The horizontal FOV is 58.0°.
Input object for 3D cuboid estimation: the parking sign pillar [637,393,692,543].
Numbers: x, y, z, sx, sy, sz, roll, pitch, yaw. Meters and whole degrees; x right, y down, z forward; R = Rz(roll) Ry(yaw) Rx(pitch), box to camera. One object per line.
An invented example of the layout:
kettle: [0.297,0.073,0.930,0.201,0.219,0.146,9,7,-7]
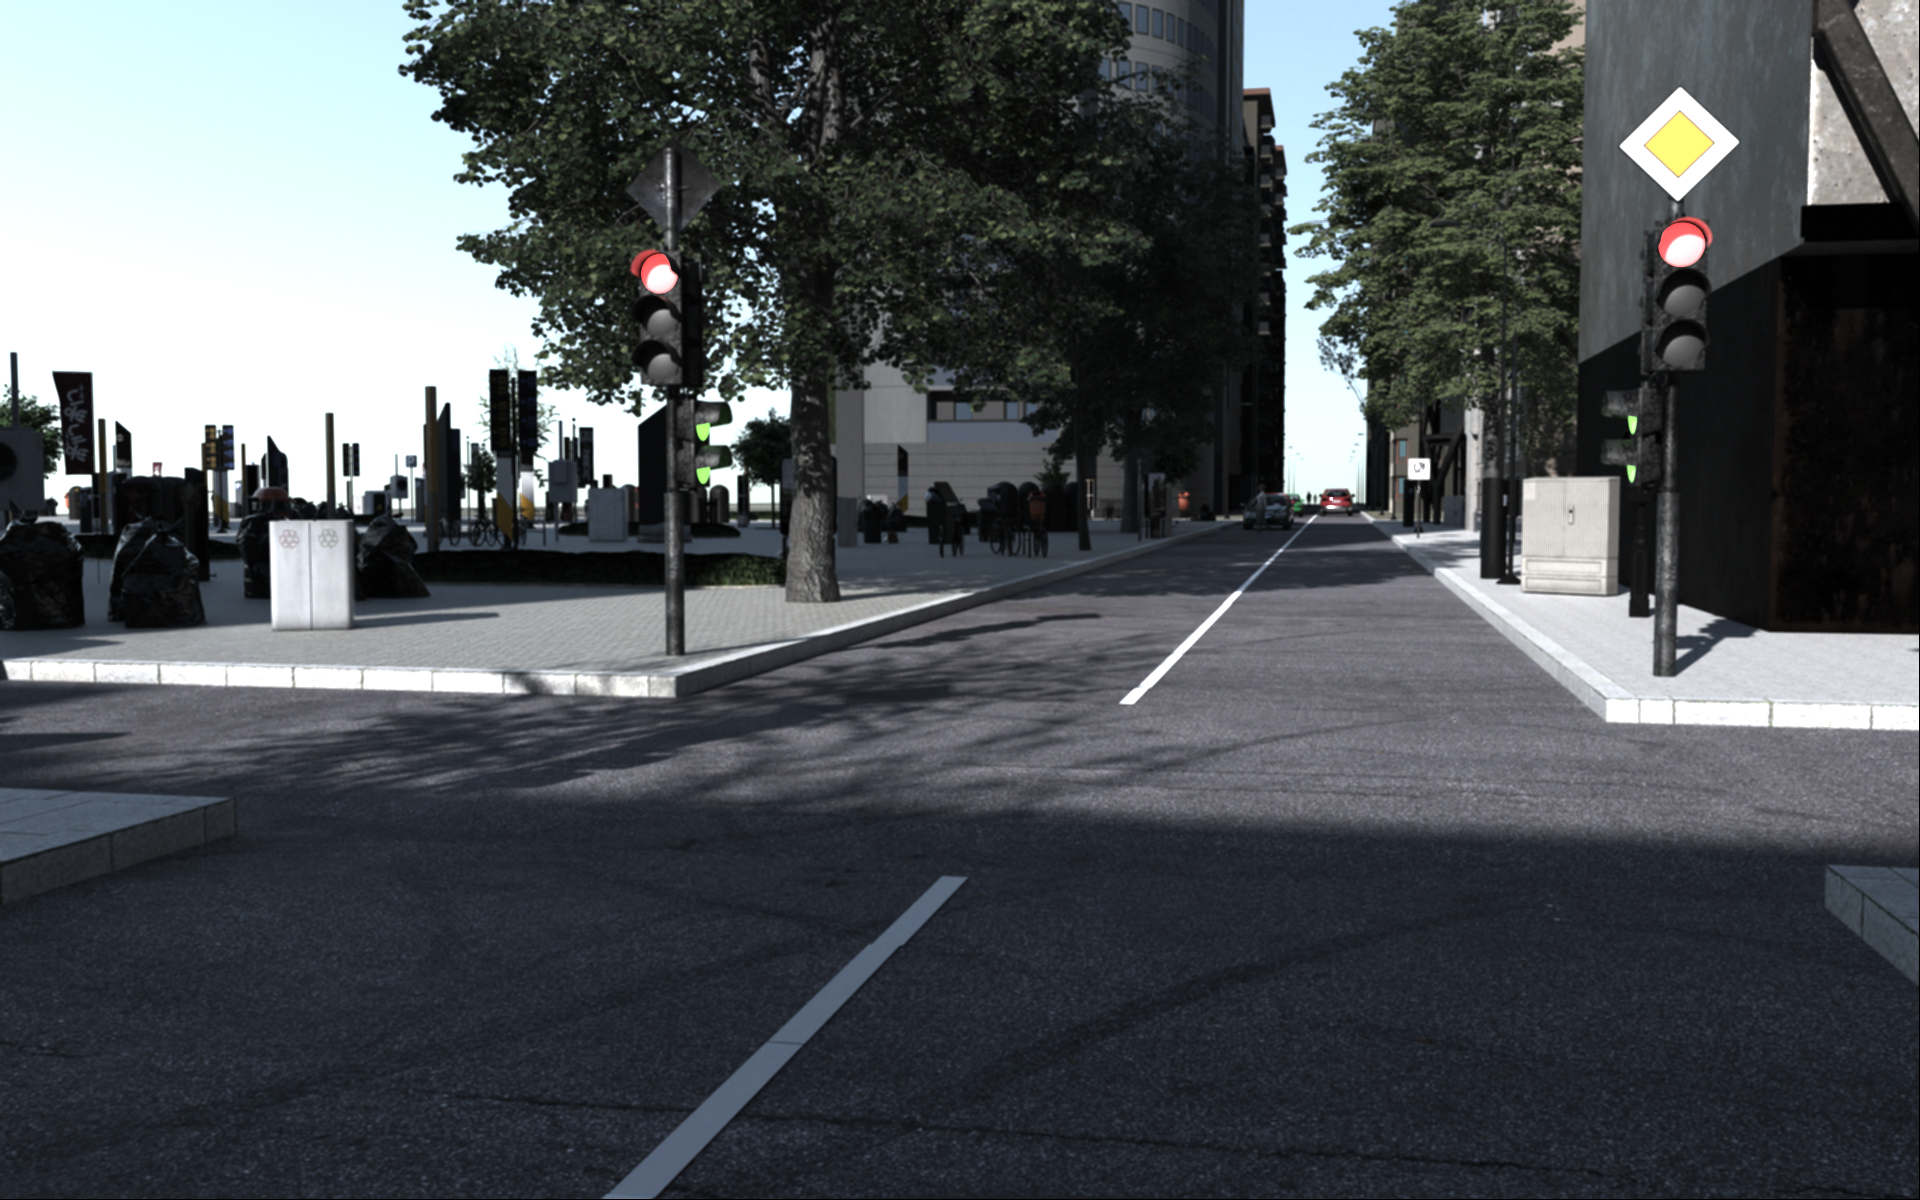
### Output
parking sign pillar: [-7.849,-3.514,45.934,1.447,3.967,1.447,1,4,12]

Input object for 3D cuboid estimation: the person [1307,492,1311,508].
person: [37.176,-10.708,184.499,0.541,1.710,0.530,0,4,-6]

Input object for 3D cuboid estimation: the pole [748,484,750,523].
pole: [-9.286,-4.994,75.502,0.158,3.312,0.155,0,3,0]

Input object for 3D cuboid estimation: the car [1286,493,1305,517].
car: [20.468,-6.058,107.851,1.959,1.807,4.718,1,4,11]

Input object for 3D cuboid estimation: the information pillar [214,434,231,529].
information pillar: [-27.206,-4.432,63.812,0.504,3.616,0.183,-3,5,-41]

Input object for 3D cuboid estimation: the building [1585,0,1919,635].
building: [16.755,-9.253,18.745,16.811,18.784,16.820,1,4,12]

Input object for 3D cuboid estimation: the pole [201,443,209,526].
pole: [-29.987,-4.584,68.787,0.158,3.312,0.155,0,3,0]

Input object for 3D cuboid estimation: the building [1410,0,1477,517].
building: [37.369,-27.135,98.275,22.147,44.769,28.867,1,4,12]

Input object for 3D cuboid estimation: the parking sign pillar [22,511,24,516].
parking sign pillar: [-44.058,-5.646,80.781,1.447,3.967,1.447,3,4,38]

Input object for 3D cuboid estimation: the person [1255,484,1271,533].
person: [11.098,-3.345,63.411,0.641,1.798,0.478,0,4,5]

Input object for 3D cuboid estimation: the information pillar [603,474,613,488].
information pillar: [-13.010,-3.639,63.993,0.304,2.012,0.304,0,4,3]

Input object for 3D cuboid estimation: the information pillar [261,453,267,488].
information pillar: [-39.143,-6.490,97.462,0.183,3.616,0.504,0,4,5]

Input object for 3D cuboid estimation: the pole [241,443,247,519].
pole: [-28.782,-4.635,69.620,0.158,3.312,0.155,0,3,0]

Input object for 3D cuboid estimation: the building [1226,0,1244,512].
building: [12.899,-29.006,124.359,14.600,45.320,14.200,1,4,12]

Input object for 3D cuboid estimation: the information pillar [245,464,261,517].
information pillar: [-17.584,-2.363,43.129,0.304,2.012,0.304,-1,4,-12]

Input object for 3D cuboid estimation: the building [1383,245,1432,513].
building: [45.823,-17.280,127.572,27.650,21.520,28.899,1,4,12]

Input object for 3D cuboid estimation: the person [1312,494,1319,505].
person: [45.991,-12.990,224.149,0.557,1.426,1.065,-3,4,-36]

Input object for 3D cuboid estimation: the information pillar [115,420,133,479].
information pillar: [-26.472,-3.884,54.855,0.504,3.616,0.183,0,4,2]

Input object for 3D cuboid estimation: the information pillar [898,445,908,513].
information pillar: [-2.692,-5.492,81.155,0.504,3.616,0.183,0,4,-7]

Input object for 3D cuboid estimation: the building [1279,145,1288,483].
building: [29.020,-34.260,214.771,22.147,44.769,28.867,1,4,12]

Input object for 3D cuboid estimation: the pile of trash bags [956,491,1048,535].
pile of trash bags: [1.091,-2.765,54.963,3.447,1.369,1.912,1,4,14]

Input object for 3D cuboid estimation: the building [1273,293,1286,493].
building: [36.828,-28.365,235.462,14.160,30.474,14.107,1,4,12]

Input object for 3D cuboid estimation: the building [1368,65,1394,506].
building: [55.151,-34.391,185.988,21.300,48.544,21.600,1,4,12]

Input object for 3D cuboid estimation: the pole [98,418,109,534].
pole: [-23.128,-3.237,46.770,0.158,3.312,0.155,0,3,0]

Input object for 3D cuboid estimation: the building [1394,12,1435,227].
building: [44.400,-28.479,149.232,14.154,41.232,14.086,1,4,12]

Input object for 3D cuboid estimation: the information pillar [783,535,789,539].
information pillar: [-4.921,-2.770,49.782,0.304,2.012,0.304,0,4,-1]

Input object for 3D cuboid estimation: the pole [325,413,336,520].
pole: [-15.773,-3.032,43.417,0.158,3.312,0.155,0,3,0]

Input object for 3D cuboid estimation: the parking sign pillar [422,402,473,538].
parking sign pillar: [-15.309,-3.861,51.600,1.447,3.967,1.447,-3,4,-36]

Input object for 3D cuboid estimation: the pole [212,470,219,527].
pole: [-29.217,-4.532,67.947,0.158,3.312,0.155,0,3,0]

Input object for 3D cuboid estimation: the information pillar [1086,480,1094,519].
information pillar: [6.628,-5.139,88.521,0.304,2.012,0.304,-2,4,-26]

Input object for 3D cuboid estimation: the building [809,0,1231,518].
building: [4.651,-34.324,103.194,21.231,58.520,28.212,1,4,12]

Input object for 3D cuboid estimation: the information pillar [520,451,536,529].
information pillar: [-16.017,-4.453,64.162,0.504,3.616,0.183,-1,4,-21]

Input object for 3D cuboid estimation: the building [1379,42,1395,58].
building: [64.516,-41.722,224.158,21.231,58.520,28.212,1,4,12]

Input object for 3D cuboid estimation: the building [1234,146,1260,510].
building: [19.007,-23.336,153.242,14.160,30.474,14.107,1,4,12]

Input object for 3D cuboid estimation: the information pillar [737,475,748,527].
information pillar: [-8.392,-3.815,66.866,0.304,2.012,0.304,1,4,21]

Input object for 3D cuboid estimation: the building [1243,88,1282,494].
building: [22.296,-32.499,185.978,22.147,44.769,28.867,1,4,12]

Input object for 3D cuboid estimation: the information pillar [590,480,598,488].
information pillar: [-18.814,-5.175,89.097,0.304,2.012,0.304,3,4,39]

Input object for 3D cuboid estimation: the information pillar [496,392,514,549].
information pillar: [-10.447,-2.957,39.708,0.183,3.616,0.504,1,4,22]

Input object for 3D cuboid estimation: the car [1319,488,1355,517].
car: [24.354,-6.316,111.947,2.281,1.827,5.304,1,4,13]

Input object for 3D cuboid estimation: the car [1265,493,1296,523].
car: [15.219,-4.583,83.966,2.155,1.783,4.494,1,4,14]

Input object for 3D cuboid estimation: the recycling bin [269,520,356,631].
recycling bin: [-6.186,-0.246,16.576,0.722,1.027,0.722,-1,4,-17]

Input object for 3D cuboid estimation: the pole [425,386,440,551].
pole: [-9.988,-2.381,32.778,0.158,3.312,0.155,0,3,0]

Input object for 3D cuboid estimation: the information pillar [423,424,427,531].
information pillar: [-17.875,-4.092,58.258,0.183,3.616,0.504,1,4,11]

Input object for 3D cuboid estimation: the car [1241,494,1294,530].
car: [12.507,-3.583,70.381,2.131,1.459,4.920,1,4,12]

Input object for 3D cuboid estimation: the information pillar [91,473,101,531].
information pillar: [-29.587,-3.365,59.506,0.304,2.012,0.304,0,4,8]

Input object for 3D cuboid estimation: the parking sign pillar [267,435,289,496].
parking sign pillar: [-31.562,-5.610,80.194,1.447,3.967,1.447,0,4,2]

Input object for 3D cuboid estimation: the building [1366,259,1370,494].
building: [55.480,-26.524,205.361,14.160,30.474,14.107,1,4,12]
